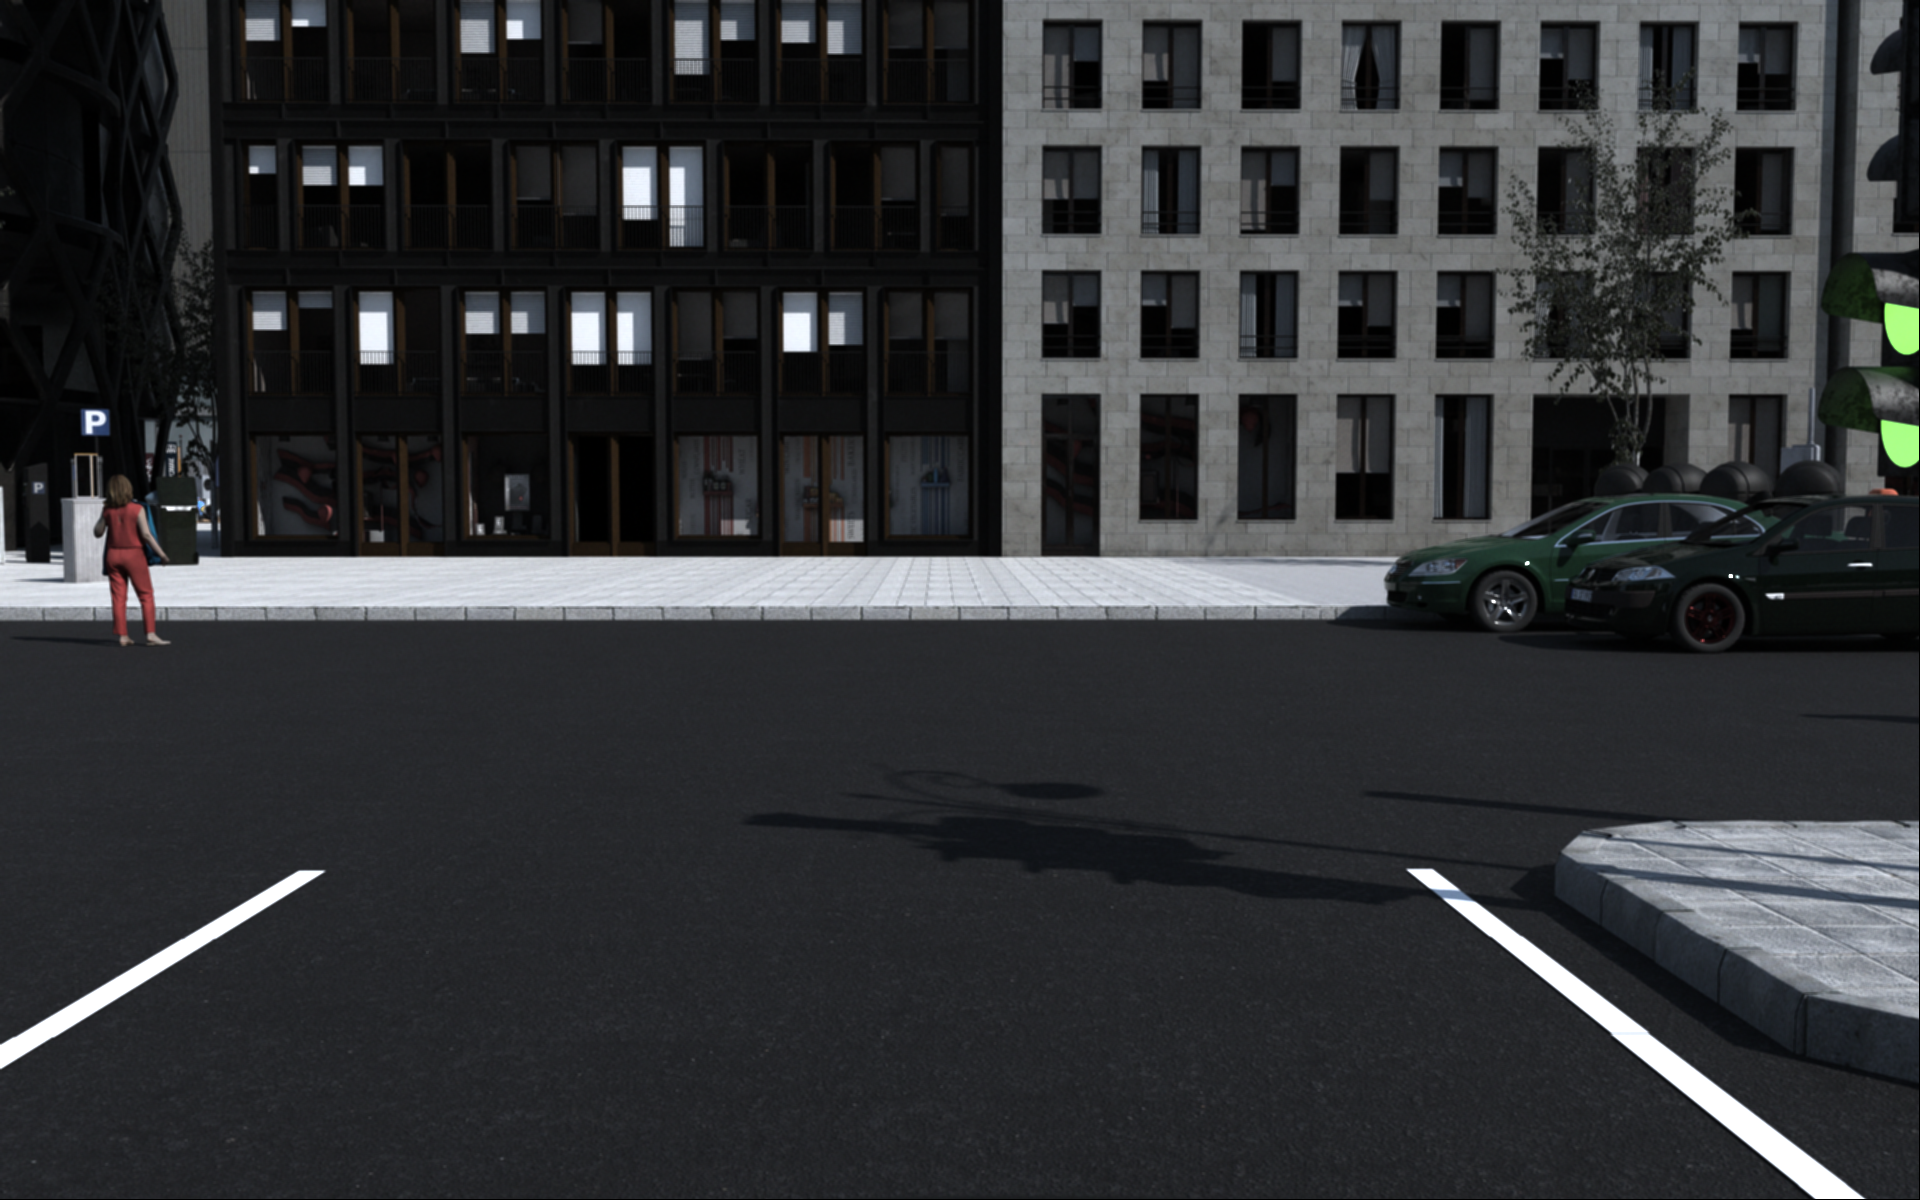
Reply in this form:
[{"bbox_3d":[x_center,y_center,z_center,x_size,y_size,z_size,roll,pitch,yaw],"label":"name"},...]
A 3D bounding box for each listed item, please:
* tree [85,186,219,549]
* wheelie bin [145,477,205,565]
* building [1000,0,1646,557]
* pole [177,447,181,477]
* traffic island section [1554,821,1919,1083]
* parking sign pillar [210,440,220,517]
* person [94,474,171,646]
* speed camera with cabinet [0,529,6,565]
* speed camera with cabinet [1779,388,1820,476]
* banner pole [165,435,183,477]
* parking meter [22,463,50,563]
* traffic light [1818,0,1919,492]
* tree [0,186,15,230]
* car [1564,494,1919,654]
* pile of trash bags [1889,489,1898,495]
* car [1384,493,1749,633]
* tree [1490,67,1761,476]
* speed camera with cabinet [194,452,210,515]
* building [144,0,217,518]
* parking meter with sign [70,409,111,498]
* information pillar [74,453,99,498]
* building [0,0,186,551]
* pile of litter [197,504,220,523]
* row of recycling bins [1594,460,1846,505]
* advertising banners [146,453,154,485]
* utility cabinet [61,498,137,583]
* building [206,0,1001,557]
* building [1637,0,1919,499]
[{"bbox_3d":[-17.790,-5.512,40.486,4.360,8.622,3.978,0,3,0],"label":"tree"},{"bbox_3d":[-14.220,-1.435,31.367,0.980,1.594,0.693,-2,4,-31],"label":"wheelie bin"},{"bbox_3d":[9.196,-11.326,39.935,16.860,20.320,10.420,0,4,-1],"label":"building"},{"bbox_3d":[-33.972,-4.992,75.462,0.158,3.312,0.155,0,3,0],"label":"pole"},{"bbox_3d":[3.131,1.037,5.332,2.009,0.180,2.903,0,4,-1],"label":"traffic island section"},{"bbox_3d":[-36.514,-5.973,86.137,1.447,3.967,1.447,-3,4,-38],"label":"parking sign pillar"},{"bbox_3d":[-7.845,-0.378,16.393,0.593,1.614,0.444,2,4,24],"label":"person"},{"bbox_3d":[-18.418,-2.255,31.200,2.038,3.252,0.660,-2,4,-27],"label":"speed camera with cabinet"},{"bbox_3d":[16.136,-2.368,33.057,0.660,3.252,2.038,3,4,36],"label":"speed camera with cabinet"},{"bbox_3d":[-33.022,-5.072,72.942,0.863,3.779,0.401,-2,4,-33],"label":"banner pole"},{"bbox_3d":[-17.296,-1.633,32.411,0.255,1.863,0.399,3,5,41],"label":"parking meter"},{"bbox_3d":[3.091,-0.997,5.217,0.839,4.253,0.868,0,4,-1],"label":"traffic light"},{"bbox_3d":[-16.746,-4.608,25.705,4.360,8.622,3.978,0,3,0],"label":"tree"},{"bbox_3d":[7.925,-0.400,16.332,4.222,1.686,2.009,0,4,-1],"label":"car"},{"bbox_3d":[15.392,-1.086,27.505,1.912,1.369,3.447,0,4,-2],"label":"pile of trash bags"},{"bbox_3d":[7.078,-0.423,18.712,4.920,1.459,2.131,0,4,1],"label":"car"},{"bbox_3d":[11.334,-4.843,29.552,4.360,8.622,3.978,0,3,0],"label":"tree"},{"bbox_3d":[-36.050,-5.323,81.359,0.660,3.252,2.038,1,4,21],"label":"speed camera with cabinet"},{"bbox_3d":[-39.133,-31.531,104.770,28.713,52.752,27.495,0,4,-1],"label":"building"},{"bbox_3d":[-17.557,-2.356,34.780,0.543,3.016,1.738,-1,4,-11],"label":"parking meter with sign"},{"bbox_3d":[-15.851,-1.650,31.473,0.304,2.012,0.304,0,4,-7],"label":"information pillar"},{"bbox_3d":[-29.099,-10.693,42.284,16.811,18.784,16.820,0,4,-1],"label":"building"},{"bbox_3d":[-33.366,-3.860,77.071,1.719,0.858,1.176,0,4,7],"label":"pile of litter"},{"bbox_3d":[9.647,-0.927,22.275,1.069,1.692,3.534,-2,4,-30],"label":"row of recycling bins"},{"bbox_3d":[-33.767,-4.738,73.653,2.074,3.025,0.090,1,4,9],"label":"advertising banners"},{"bbox_3d":[-12.591,-0.870,25.386,0.306,1.237,1.020,2,4,29],"label":"utility cabinet"},{"bbox_3d":[-7.162,-12.904,40.652,15.834,23.373,12.332,0,4,-1],"label":"building"},{"bbox_3d":[26.268,-11.319,39.815,16.860,20.320,10.420,0,4,-1],"label":"building"}]
